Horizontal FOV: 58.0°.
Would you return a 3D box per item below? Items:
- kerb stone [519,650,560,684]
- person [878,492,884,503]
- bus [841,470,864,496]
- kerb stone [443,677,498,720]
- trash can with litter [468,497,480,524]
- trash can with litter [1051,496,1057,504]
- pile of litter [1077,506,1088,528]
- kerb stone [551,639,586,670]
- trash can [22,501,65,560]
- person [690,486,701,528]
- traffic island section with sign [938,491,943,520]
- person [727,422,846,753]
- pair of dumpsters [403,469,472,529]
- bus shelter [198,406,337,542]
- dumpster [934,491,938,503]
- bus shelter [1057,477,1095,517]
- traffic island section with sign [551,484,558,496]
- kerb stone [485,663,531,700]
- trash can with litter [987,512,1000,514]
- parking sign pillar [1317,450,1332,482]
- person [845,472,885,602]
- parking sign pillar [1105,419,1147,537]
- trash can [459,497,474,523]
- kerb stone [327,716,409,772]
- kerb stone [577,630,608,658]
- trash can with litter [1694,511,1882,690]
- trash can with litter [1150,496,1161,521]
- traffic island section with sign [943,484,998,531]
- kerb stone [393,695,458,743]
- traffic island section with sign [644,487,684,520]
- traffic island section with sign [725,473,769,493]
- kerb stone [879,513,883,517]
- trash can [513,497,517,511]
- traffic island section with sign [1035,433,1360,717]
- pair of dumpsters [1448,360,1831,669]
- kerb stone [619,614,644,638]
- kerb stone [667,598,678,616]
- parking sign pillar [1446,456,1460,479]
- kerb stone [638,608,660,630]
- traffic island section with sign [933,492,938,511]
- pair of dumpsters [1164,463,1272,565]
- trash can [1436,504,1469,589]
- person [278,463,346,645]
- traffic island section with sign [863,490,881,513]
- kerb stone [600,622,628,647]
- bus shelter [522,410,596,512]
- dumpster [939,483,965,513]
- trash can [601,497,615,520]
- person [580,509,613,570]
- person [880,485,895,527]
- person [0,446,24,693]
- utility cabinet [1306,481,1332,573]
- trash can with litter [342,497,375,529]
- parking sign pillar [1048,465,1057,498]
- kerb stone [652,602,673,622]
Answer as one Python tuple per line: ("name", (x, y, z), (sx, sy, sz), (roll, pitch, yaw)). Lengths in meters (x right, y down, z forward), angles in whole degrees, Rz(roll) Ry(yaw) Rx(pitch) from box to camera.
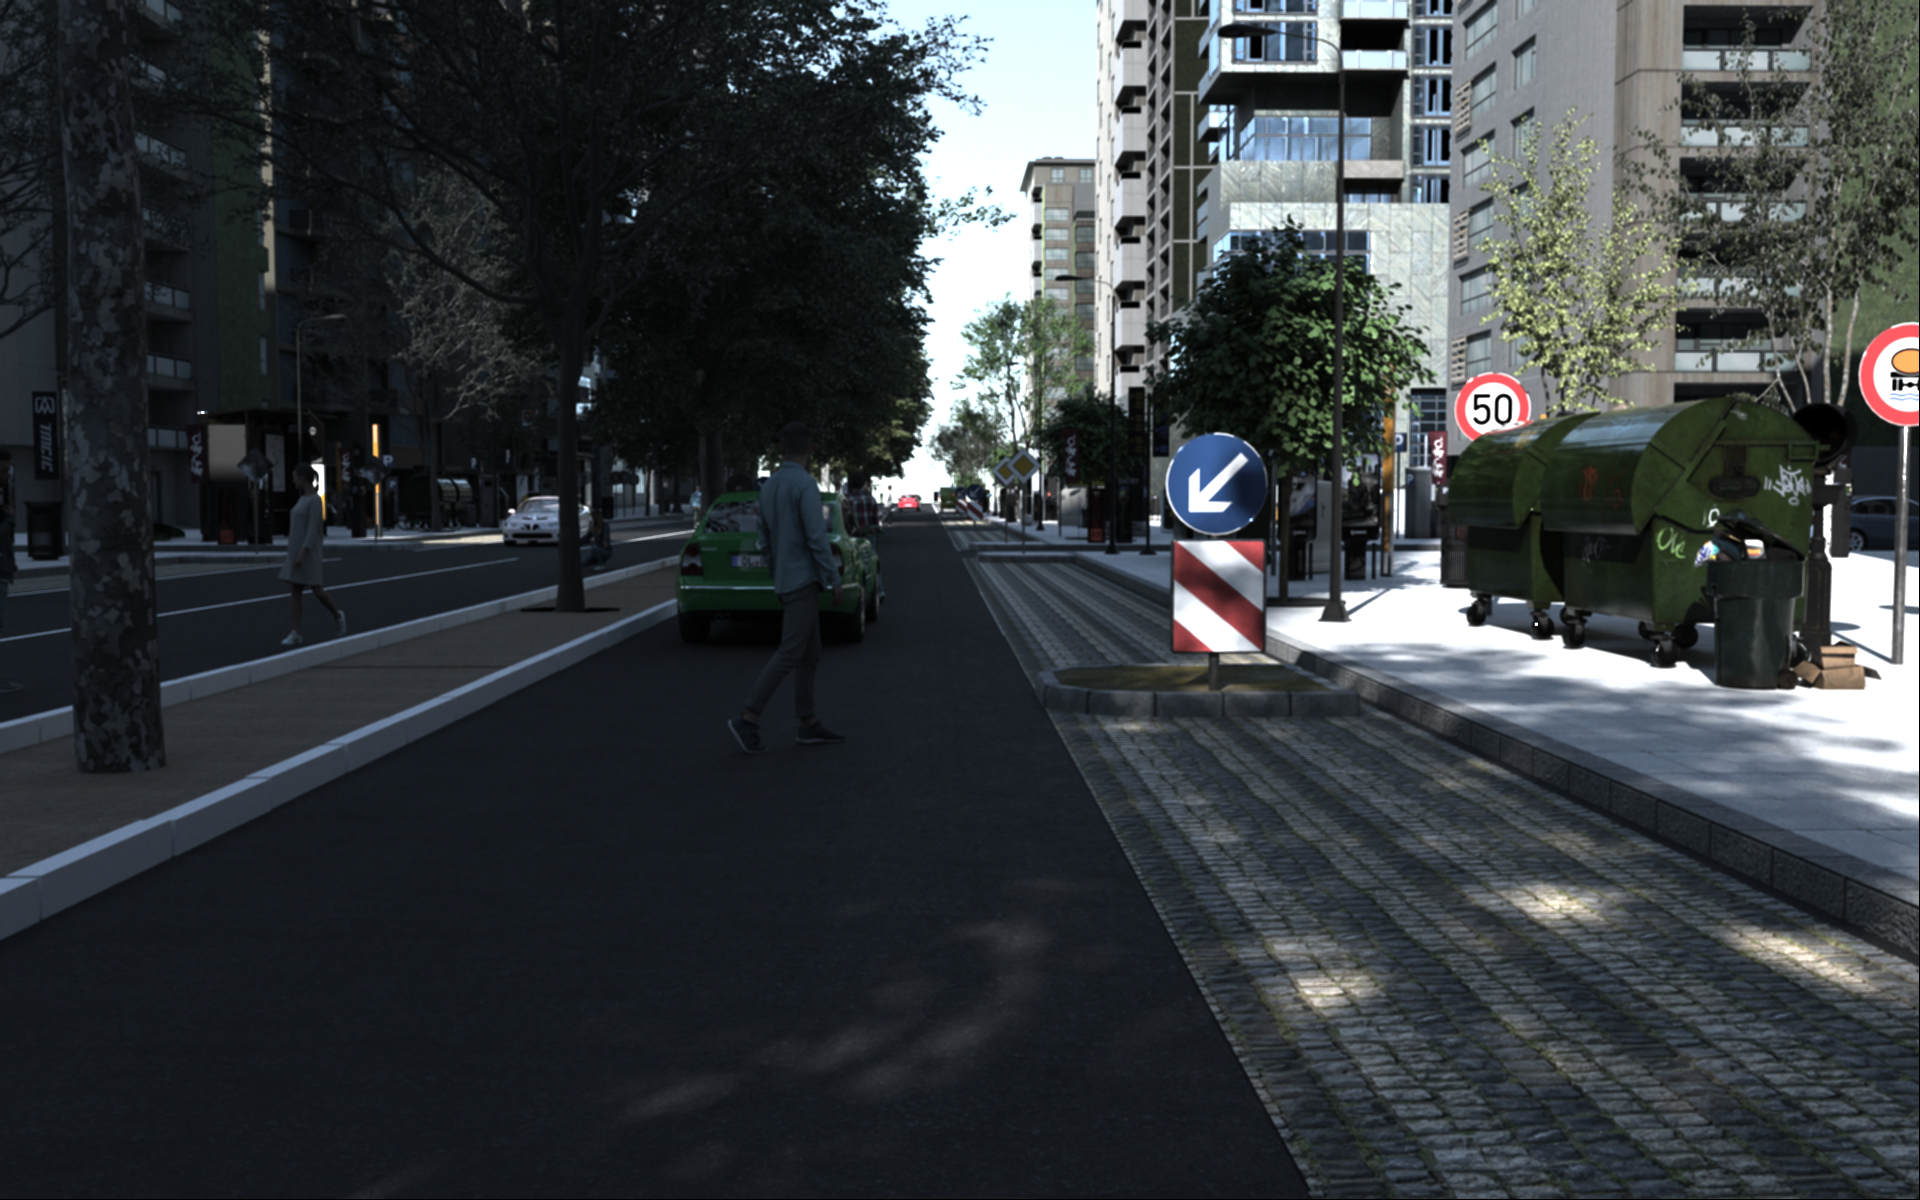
("kerb stone", (-3.303, 0.532, 13.508), (0.120, 0.150, 1.000), (0, 4, -1))
("person", (-12.264, -15.990, 269.963), (1.348, 1.821, 0.705), (3, 5, 42))
("bus", (-10.849, -11.578, 180.850), (2.896, 3.916, 12.252), (0, 4, -1))
("kerb stone", (-3.255, 0.657, 11.454), (0.120, 0.150, 1.000), (0, 4, -1))
("trash can with litter", (-20.969, -3.899, 75.142), (0.624, 1.170, 1.055), (0, 4, -6))
("trash can with litter", (4.852, -5.150, 95.583), (1.055, 1.170, 0.624), (0, 4, -5))
("pile of litter", (5.049, -3.172, 65.834), (1.176, 0.858, 1.719), (0, 4, 4))
("kerb stone", (-3.315, 0.469, 14.530), (0.120, 0.150, 1.000), (0, 4, -1))
("trash can", (-17.775, -1.345, 33.636), (0.748, 1.137, 0.748), (0, 3, 0))
("person", (-10.982, -3.892, 72.474), (0.601, 1.785, 0.444), (1, 4, 13))
("traffic island section with sign", (-0.065, -5.286, 95.049), (1.989, 1.847, 2.006), (0, 4, -1))
("person", (-0.994, -0.088, 9.808), (0.748, 1.841, 0.638), (-1, 4, -23))
("pair of dumpsters", (-20.000, -3.906, 66.364), (1.574, 2.255, 4.437), (0, 4, -1))
("bus shelter", (-19.677, -3.563, 49.530), (1.731, 3.624, 6.357), (0, 4, -1))
("dumpster", (-3.312, -16.325, 275.132), (1.865, 1.857, 1.264), (0, 4, 1))
("bus shelter", (5.260, -6.024, 76.127), (2.179, 5.291, 8.768), (0, 4, -1))
("traffic island section with sign", (-15.603, -3.587, 67.275), (1.989, 1.847, 2.006), (0, 4, -1))
("kerb stone", (-3.284, 0.595, 12.476), (0.120, 0.150, 1.000), (0, 4, -1))
("trash can with litter", (2.443, -6.048, 109.942), (2.233, 1.210, 1.678), (0, 4, 1))
("parking sign pillar", (15.809, -5.346, 75.878), (1.447, 3.967, 1.447), (0, 4, 5))
("person", (-1.300, -0.828, 22.872), (0.563, 1.720, 0.643), (-2, 4, -30))
("parking sign pillar", (5.063, -3.920, 52.561), (1.447, 3.967, 1.447), (2, 4, 32))
("trash can", (-20.771, -3.745, 72.876), (0.748, 1.137, 0.748), (0, 3, 0))
("kerb stone", (-3.218, 0.782, 9.406), (0.120, 0.150, 1.000), (0, 4, -1))
("kerb stone", (-3.341, 0.406, 15.552), (0.120, 0.150, 1.000), (0, 4, -1))
("trash can with litter", (5.512, -0.010, 11.547), (1.055, 1.170, 0.624), (0, 4, 0))
("trash can with litter", (9.562, -4.439, 83.636), (1.678, 1.210, 2.233), (-2, 4, -30))
("traffic island section with sign", (0.454, -3.637, 68.099), (1.989, 1.847, 2.006), (0, 4, -1))
("kerb stone", (-3.238, 0.722, 10.430), (0.120, 0.150, 1.000), (0, 4, -1))
("traffic island section with sign", (-16.133, -5.251, 94.474), (1.989, 1.847, 2.006), (0, 4, -1))
("traffic island section with sign", (-4.963, -2.239, 44.750), (2.006, 1.907, 1.989), (0, 4, -1))
("kerb stone", (-5.347, -5.897, 118.615), (0.120, 0.150, 1.000), (0, 4, -1))
("trash can", (-21.376, -4.437, 84.198), (0.748, 1.137, 0.748), (0, 3, 0))
("traffic island section with sign", (1.543, -0.205, 11.984), (1.989, 1.847, 2.006), (0, 4, -1))
("pair of dumpsters", (5.564, -0.746, 14.691), (1.574, 2.255, 4.437), (0, 4, -1))
("kerb stone", (-3.377, 0.281, 17.602), (0.120, 0.150, 1.000), (0, 4, -1))
("kerb stone", (-3.438, 0.093, 20.680), (0.120, 0.150, 1.000), (0, 4, -1))
("parking sign pillar", (20.784, -5.231, 73.996), (1.447, 3.967, 1.447), (-1, 4, -18))
("kerb stone", (-3.395, 0.219, 18.627), (0.120, 0.150, 1.000), (0, 4, -1))
("traffic island section with sign", (-1.025, -8.284, 144.069), (1.989, 1.847, 2.006), (0, 4, -1))
("pair of dumpsters", (4.990, -1.885, 33.313), (1.574, 2.255, 4.437), (0, 4, -1))
("trash can", (6.866, -0.731, 23.603), (0.748, 1.137, 0.748), (0, 3, 0))
("person", (-6.264, -0.454, 16.676), (0.466, 1.731, 0.760), (1, 4, 17))
("traffic island section with sign", (-6.433, -6.834, 119.874), (2.006, 1.907, 1.989), (0, 4, -1))
("kerb stone", (-3.351, 0.344, 16.574), (0.120, 0.150, 1.000), (0, 4, -1))
("bus shelter", (-19.824, -6.582, 85.246), (2.179, 5.291, 8.768), (0, 4, -1))
("dumpster", (-0.598, -7.825, 132.884), (1.985, 2.255, 1.502), (0, 4, -2))
("trash can", (-17.754, -4.626, 87.288), (0.748, 1.137, 0.748), (0, 3, 0))
("person", (-6.832, -1.137, 32.587), (0.738, 1.151, 1.012), (-3, 5, -45))
("person", (-3.226, -4.159, 76.344), (0.795, 1.843, 0.661), (0, 4, 3))
("person", (-7.001, -0.219, 12.420), (0.623, 1.781, 0.721), (2, 4, 33))
("utility cabinet", (5.698, -1.179, 27.952), (0.318, 1.500, 1.173), (3, 5, 40))
("trash can with litter", (-22.047, -3.185, 63.465), (1.055, 1.170, 0.624), (-3, 5, -44))
("parking sign pillar", (6.543, -7.791, 115.847), (1.447, 3.967, 1.447), (1, 4, 13))
("kerb stone", (-3.424, 0.156, 19.649), (0.120, 0.150, 1.000), (0, 4, -1))
